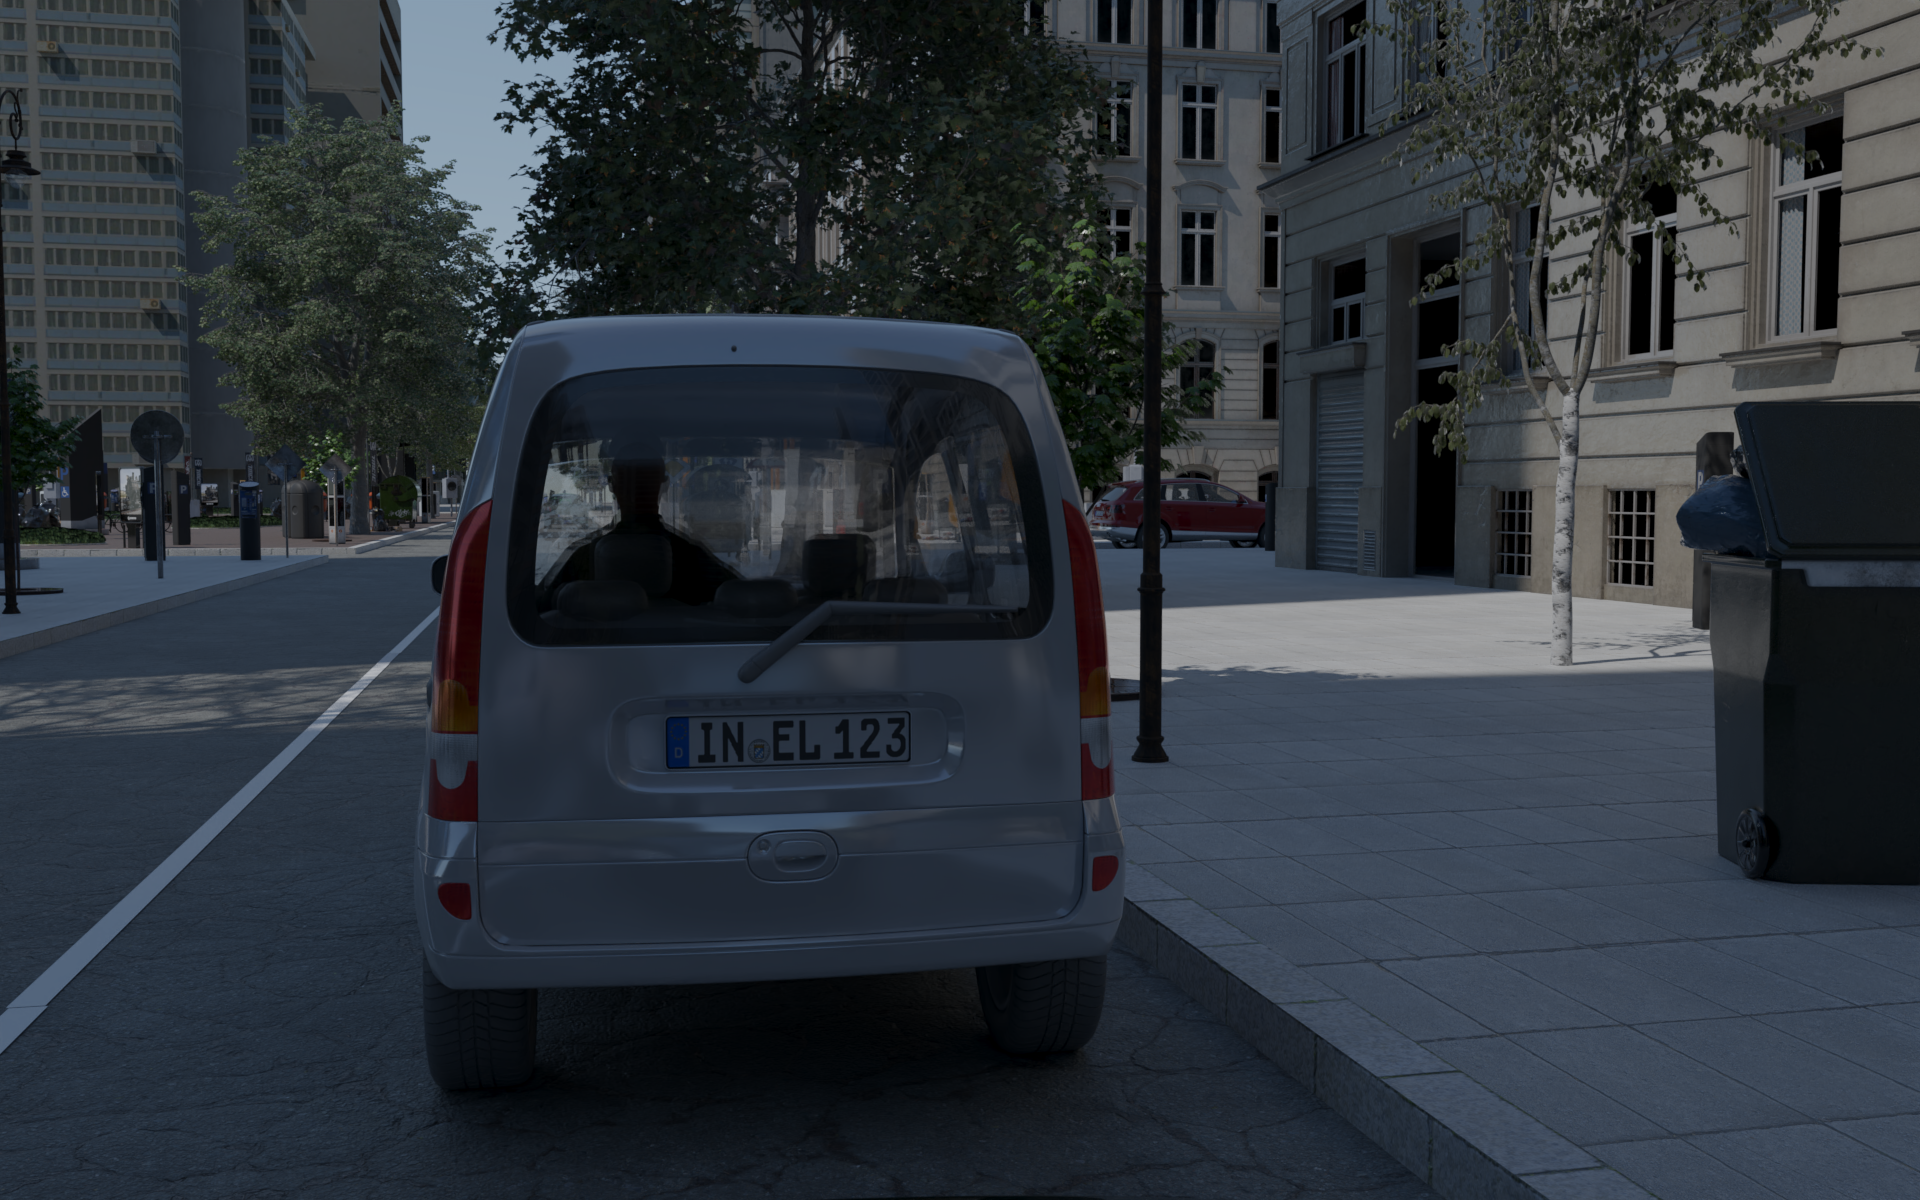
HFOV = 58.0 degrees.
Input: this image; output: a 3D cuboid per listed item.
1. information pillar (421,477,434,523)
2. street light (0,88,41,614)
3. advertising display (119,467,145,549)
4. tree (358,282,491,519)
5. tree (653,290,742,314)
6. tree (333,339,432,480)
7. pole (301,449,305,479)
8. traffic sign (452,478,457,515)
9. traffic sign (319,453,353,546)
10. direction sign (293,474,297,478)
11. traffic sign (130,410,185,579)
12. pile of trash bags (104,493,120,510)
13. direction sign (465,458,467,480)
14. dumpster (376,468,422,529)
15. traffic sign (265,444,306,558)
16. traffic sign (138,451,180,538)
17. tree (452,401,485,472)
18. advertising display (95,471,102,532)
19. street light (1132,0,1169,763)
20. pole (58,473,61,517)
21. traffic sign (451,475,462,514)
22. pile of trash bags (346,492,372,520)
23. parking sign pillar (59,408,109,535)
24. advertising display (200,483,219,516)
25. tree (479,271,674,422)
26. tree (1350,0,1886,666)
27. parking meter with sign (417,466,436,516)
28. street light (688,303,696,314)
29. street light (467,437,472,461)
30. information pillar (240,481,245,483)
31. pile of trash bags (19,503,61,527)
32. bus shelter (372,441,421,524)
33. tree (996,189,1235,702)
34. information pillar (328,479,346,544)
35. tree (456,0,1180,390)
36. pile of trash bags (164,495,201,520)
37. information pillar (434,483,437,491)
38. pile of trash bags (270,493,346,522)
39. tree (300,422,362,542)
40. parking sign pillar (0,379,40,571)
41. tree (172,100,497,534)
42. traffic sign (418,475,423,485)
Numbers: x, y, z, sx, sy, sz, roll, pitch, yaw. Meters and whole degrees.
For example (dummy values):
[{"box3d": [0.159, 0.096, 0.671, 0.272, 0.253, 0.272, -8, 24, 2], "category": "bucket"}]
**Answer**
[{"box3d": [-23.396, -4.365, 75.860, 0.304, 2.012, 0.304, 1, 4, 9], "category": "information pillar"}, {"box3d": [-10.172, -2.789, 18.393, 0.468, 5.910, 1.993, -1, 4, -13], "category": "street light"}, {"box3d": [-19.556, -2.186, 40.957, 0.974, 1.923, 0.123, 2, 4, 35], "category": "advertising display"}, {"box3d": [-27.616, -10.486, 89.567, 7.486, 12.596, 7.792, 0, 3, 0], "category": "tree"}, {"box3d": [-8.474, -7.322, 54.132, 7.601, 10.594, 8.767, -3, 5, -42], "category": "tree"}, {"box3d": [-23.247, -7.347, 70.491, 4.360, 8.622, 3.978, 0, 3, 0], "category": "tree"}, {"box3d": [-29.943, -5.206, 78.953, 0.158, 3.312, 0.155, 0, 3, 0], "category": "pole"}, {"box3d": [-31.496, -6.437, 107.370, 0.606, 2.300, 0.079, -1, 4, -13], "category": "traffic sign"}, {"box3d": [-15.338, -2.382, 42.594, 0.795, 2.450, 0.064, -1, 4, -13], "category": "traffic sign"}, {"box3d": [-33.446, -5.762, 86.208, 0.876, 3.537, 0.379, -3, 5, -40], "category": "direction sign"}, {"box3d": [-12.154, -1.599, 26.256, 0.768, 2.556, 0.104, -1, 4, -12], "category": "traffic sign"}, {"box3d": [-46.111, -5.261, 95.763, 3.447, 1.369, 1.912, 0, 4, 3], "category": "pile of trash bags"}, {"box3d": [-30.192, -6.966, 105.885, 0.379, 3.537, 0.876, -1, 4, -15], "category": "direction sign"}, {"box3d": [-21.034, -3.818, 64.921, 1.502, 2.255, 1.985, -1, 4, -13], "category": "dumpster"}, {"box3d": [-13.541, -1.906, 34.813, 0.795, 2.450, 0.064, -1, 4, -13], "category": "traffic sign"}, {"box3d": [-13.738, -1.810, 29.693, 0.768, 2.556, 0.104, 0, 4, -6], "category": "traffic sign"}, {"box3d": [-34.254, -10.507, 122.149, 4.737, 8.622, 4.395, 0, 3, 0], "category": "tree"}, {"box3d": [-24.593, -2.707, 49.469, 0.123, 1.923, 0.974, -2, 4, -28], "category": "advertising display"}, {"box3d": [0.916, -2.164, 8.164, 0.468, 5.910, 1.993, -1, 4, -13], "category": "street light"}, {"box3d": [-50.124, -6.273, 96.410, 0.158, 3.312, 0.155, 0, 3, 0], "category": "pole"}, {"box3d": [-33.207, -6.973, 114.115, 0.768, 2.556, 0.104, -1, 4, -11], "category": "traffic sign"}, {"box3d": [-30.951, -4.743, 87.295, 3.447, 1.369, 1.912, -3, 4, -37], "category": "pile of trash bags"}, {"box3d": [-27.359, -4.004, 53.938, 1.447, 3.967, 1.447, 1, 4, 21], "category": "parking sign pillar"}, {"box3d": [-43.739, -5.855, 100.950, 0.974, 1.923, 0.123, -1, 4, -12], "category": "advertising display"}, {"box3d": [-15.462, -10.318, 79.071, 12.009, 13.543, 11.850, 0, 3, 0], "category": "tree"}, {"box3d": [4.663, -3.826, 12.923, 4.360, 8.622, 3.978, 0, 3, 0], "category": "tree"}, {"box3d": [-31.626, -6.501, 102.545, 0.543, 3.016, 1.738, 0, 4, 6], "category": "parking meter with sign"}, {"box3d": [-5.607, -3.879, 36.210, 0.468, 5.910, 1.993, -1, 4, -13], "category": "street light"}, {"box3d": [-33.158, -8.844, 117.387, 0.468, 5.910, 1.993, -1, 4, -13], "category": "street light"}, {"box3d": [-38.835, -5.476, 94.032, 0.304, 2.012, 0.304, 1, 4, 13], "category": "information pillar"}, {"box3d": [-32.318, -3.000, 58.804, 3.447, 1.369, 1.912, 0, 4, 7], "category": "pile of trash bags"}, {"box3d": [-24.745, -5.207, 76.414, 1.731, 3.624, 6.357, -1, 4, -13], "category": "bus shelter"}, {"box3d": [0.916, -1.008, 11.078, 1.663, 3.219, 1.824, 0, 3, 0], "category": "tree"}, {"box3d": [-15.964, -2.438, 44.354, 0.304, 2.012, 0.304, 3, 4, 37], "category": "information pillar"}, {"box3d": [-1.976, -6.446, 22.397, 9.611, 12.733, 9.660, 0, 3, 0], "category": "tree"}, {"box3d": [-38.094, -4.527, 83.766, 1.912, 1.369, 3.447, 0, 4, -2], "category": "pile of trash bags"}, {"box3d": [-33.437, -6.450, 109.944, 0.304, 2.012, 0.304, 2, 4, 35], "category": "information pillar"}, {"box3d": [-30.655, -4.340, 80.714, 3.447, 1.369, 1.912, 2, 4, 32], "category": "pile of trash bags"}, {"box3d": [-16.881, -3.192, 46.795, 1.663, 3.219, 1.824, 0, 3, 0], "category": "tree"}, {"box3d": [-16.522, -2.506, 29.442, 1.447, 3.967, 1.447, 3, 4, 39], "category": "parking sign pillar"}, {"box3d": [-19.368, -9.082, 55.138, 9.857, 13.997, 8.962, 0, 3, 0], "category": "tree"}, {"box3d": [-33.050, -6.536, 106.860, 0.884, 2.594, 0.081, 0, 4, -5], "category": "traffic sign"}]
